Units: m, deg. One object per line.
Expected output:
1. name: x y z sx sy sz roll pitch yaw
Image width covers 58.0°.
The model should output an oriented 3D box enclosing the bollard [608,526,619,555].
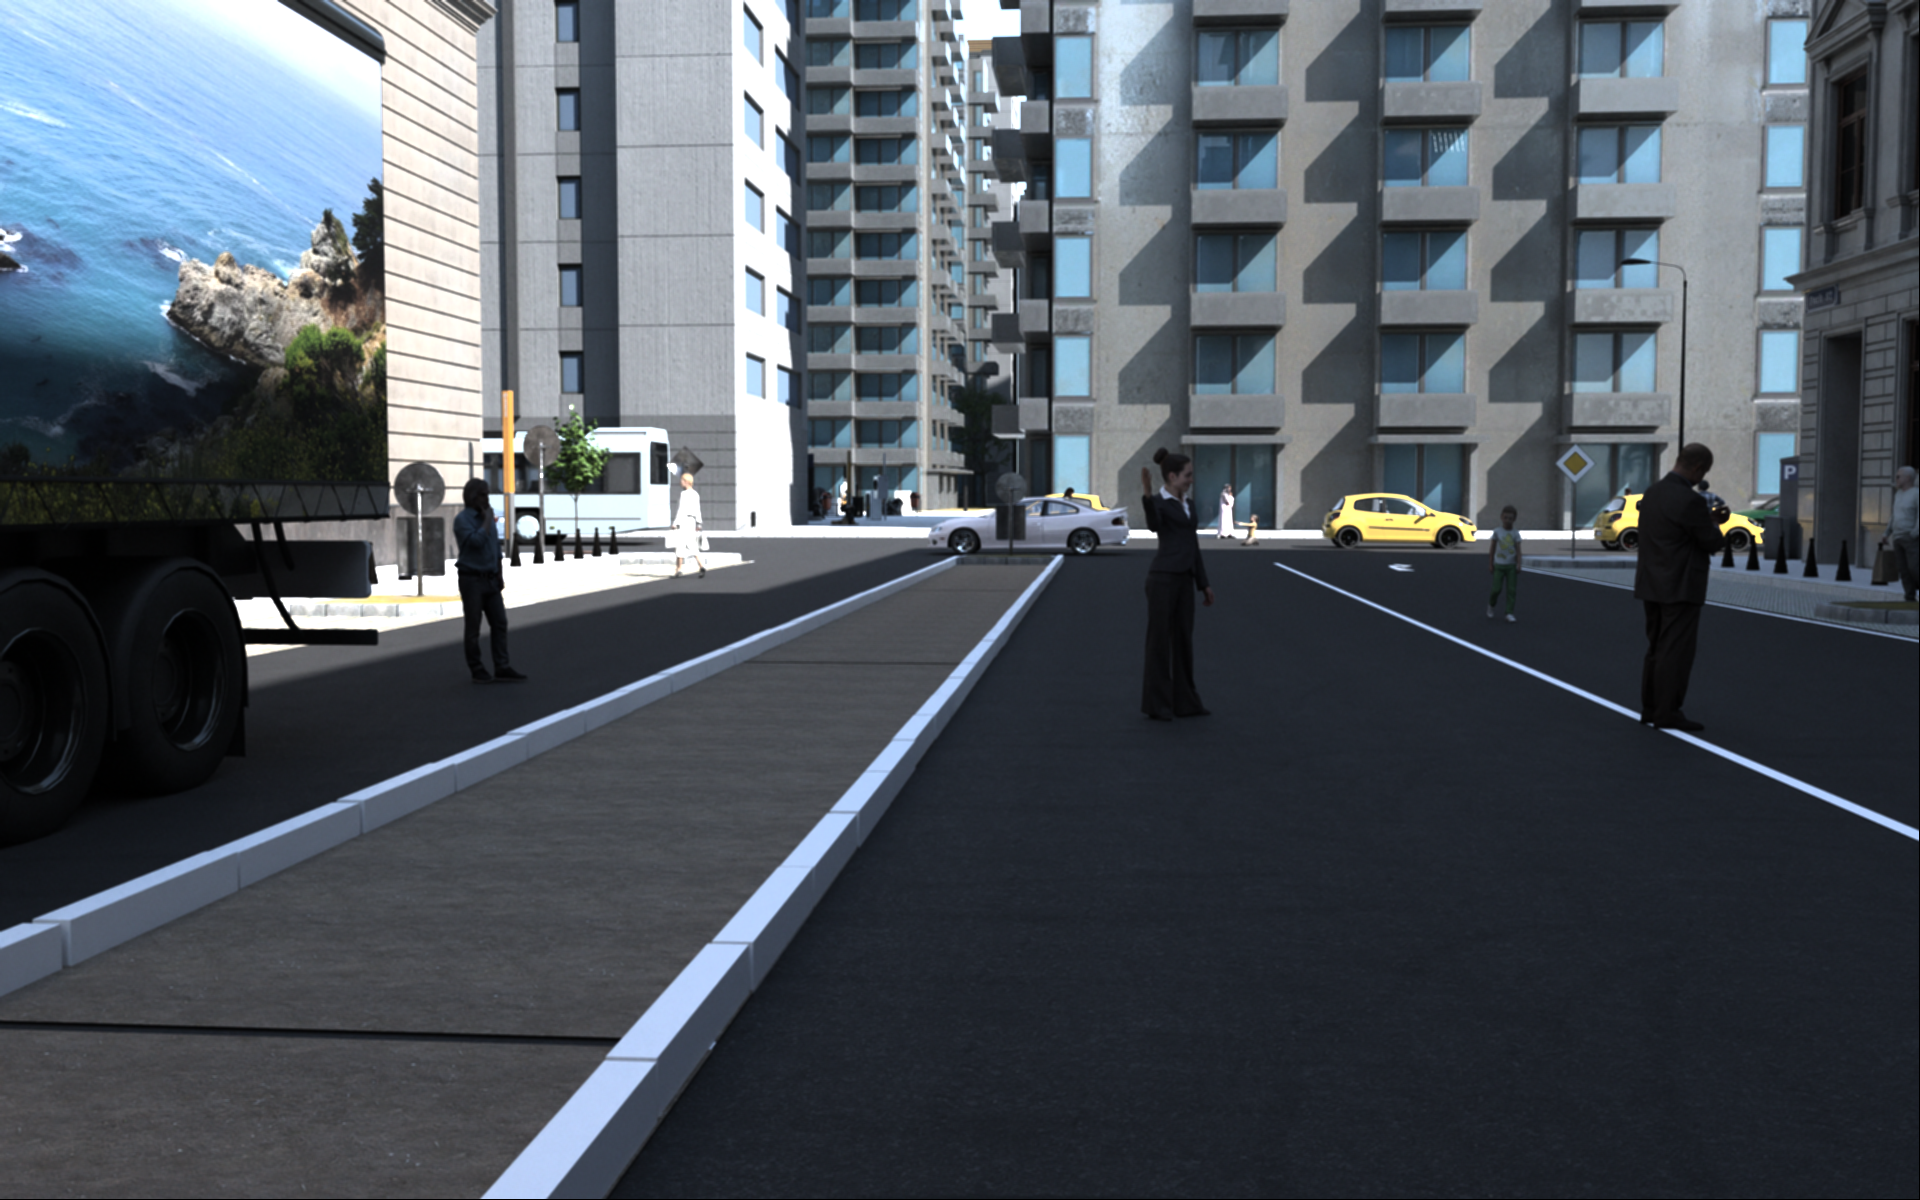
1. bollard: -7.311 -1.254 36.543 0.229 0.601 0.229 0 3 0

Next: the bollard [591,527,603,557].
1. bollard: -7.413 -1.180 35.342 0.229 0.601 0.229 0 3 0

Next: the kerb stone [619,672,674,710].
1. kerb stone: -2.164 0.638 11.864 0.120 0.150 1.000 0 4 5

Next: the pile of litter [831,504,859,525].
1. pile of litter: -4.843 -3.593 72.711 1.176 0.858 1.719 -1 4 -8

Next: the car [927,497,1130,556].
1. car: 1.627 -1.772 41.338 4.827 1.381 2.083 0 4 5

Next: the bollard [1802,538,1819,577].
1. bollard: 13.173 -0.658 26.799 0.229 0.601 0.229 0 3 0

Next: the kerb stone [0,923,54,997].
1. kerb stone: -2.793 1.074 4.694 0.120 0.150 1.000 0 4 5

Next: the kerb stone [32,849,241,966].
1. kerb stone: -2.694 1.008 5.719 0.120 0.150 1.000 0 4 5

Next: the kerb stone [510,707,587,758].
1. kerb stone: -2.334 0.758 9.802 0.120 0.150 1.000 0 4 5

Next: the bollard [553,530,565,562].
1. bollard: -7.625 -1.033 32.936 0.229 0.601 0.229 0 3 0

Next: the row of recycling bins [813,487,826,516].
1. row of recycling bins: -9.048 -5.836 102.538 1.069 1.692 3.534 2 4 29

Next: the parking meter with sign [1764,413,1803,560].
1. parking meter with sign: 16.521 -2.322 34.227 1.738 3.016 0.543 -3 5 -40

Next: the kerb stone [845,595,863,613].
1. kerb stone: -1.345 0.069 21.070 0.120 0.150 1.000 0 4 5

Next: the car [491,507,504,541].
1. car: -13.519 -1.931 43.570 4.499 1.417 2.014 0 4 7

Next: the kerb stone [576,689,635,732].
1. kerb stone: -2.244 0.702 10.832 0.120 0.150 1.000 0 4 5

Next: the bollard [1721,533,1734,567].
1. bollard: 13.491 -0.879 30.414 0.229 0.601 0.229 0 3 0

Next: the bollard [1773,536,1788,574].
1. bollard: 13.278 -0.732 28.003 0.229 0.601 0.229 0 3 0

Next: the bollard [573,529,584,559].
1. bollard: -7.518 -1.107 34.138 0.229 0.601 0.229 0 3 0

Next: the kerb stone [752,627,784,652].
1. kerb stone: -1.801 0.382 15.954 0.120 0.150 1.000 0 4 5

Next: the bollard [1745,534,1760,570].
1. bollard: 13.385 -0.806 29.220 0.229 0.601 0.229 0 3 0

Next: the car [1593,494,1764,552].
1. car: 18.186 -2.057 43.849 3.980 1.641 2.015 0 4 4

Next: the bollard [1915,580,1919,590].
1. bollard: 12.854 -0.438 23.198 0.229 0.601 0.229 0 3 0

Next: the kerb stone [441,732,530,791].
1. kerb stone: -2.420 0.828 8.781 0.120 0.150 1.000 0 4 5

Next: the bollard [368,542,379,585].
1. bollard: -8.362 -0.522 24.569 0.229 0.601 0.229 0 3 0

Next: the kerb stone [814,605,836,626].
1. kerb stone: -1.525 0.194 19.017 0.120 0.150 1.000 0 4 5

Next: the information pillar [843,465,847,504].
1. information pillar: -7.916 -7.960 121.494 0.504 3.616 0.183 -1 4 -10

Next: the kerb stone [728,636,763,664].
1. kerb stone: -1.879 0.445 14.930 0.120 0.150 1.000 0 4 5

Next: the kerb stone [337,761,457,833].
1. kerb stone: -2.511 0.883 7.760 0.120 0.150 1.000 0 4 5

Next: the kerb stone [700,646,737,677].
1. kerb stone: -1.979 0.510 13.911 0.120 0.150 1.000 0 4 5

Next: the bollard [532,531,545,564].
1. bollard: -7.733 -0.960 31.742 0.229 0.601 0.229 0 3 0

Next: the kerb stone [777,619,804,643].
1. kerb stone: -1.702 0.324 16.974 0.120 0.150 1.000 0 4 5

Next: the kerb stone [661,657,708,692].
1. kerb stone: -2.067 0.569 12.890 0.120 0.150 1.000 0 4 5

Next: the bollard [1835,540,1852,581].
1. bollard: 13.068 -0.585 25.605 0.229 0.601 0.229 0 3 0

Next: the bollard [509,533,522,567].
1. bollard: -7.840 -0.887 30.543 0.229 0.601 0.229 0 3 0

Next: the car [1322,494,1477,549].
1. car: 11.671 -2.193 46.074 3.980 1.641 2.015 0 4 6

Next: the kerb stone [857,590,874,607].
1. kerb stone: -1.262 0.006 22.091 0.120 0.150 1.000 0 4 5

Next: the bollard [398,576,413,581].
1. bollard: -8.259 -0.595 25.763 0.229 0.601 0.229 0 3 0

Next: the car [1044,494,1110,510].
1. car: 2.841 -2.667 53.823 3.980 1.641 2.015 0 4 5

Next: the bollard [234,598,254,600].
1. bollard: -8.680 -0.301 20.968 0.229 0.601 0.229 0 3 0

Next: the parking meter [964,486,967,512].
1. parking meter: 0.401 -7.328 125.516 0.255 1.863 0.399 0 4 3

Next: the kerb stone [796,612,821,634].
1. kerb stone: -1.613 0.257 17.995 0.120 0.150 1.000 0 4 5

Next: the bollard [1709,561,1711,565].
1. bollard: 13.595 -0.952 31.608 0.229 0.601 0.229 0 3 0

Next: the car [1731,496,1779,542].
1. car: 25.034 -2.632 51.831 4.718 1.807 1.959 0 4 6

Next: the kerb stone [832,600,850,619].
1. kerb stone: -1.433 0.132 20.041 0.120 0.150 1.000 0 4 5

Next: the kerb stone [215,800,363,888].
1. kerb stone: -2.609 0.952 6.741 0.120 0.150 1.000 0 4 5

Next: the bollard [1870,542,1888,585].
1. bollard: 12.960 -0.511 24.392 0.229 0.601 0.229 0 3 0
